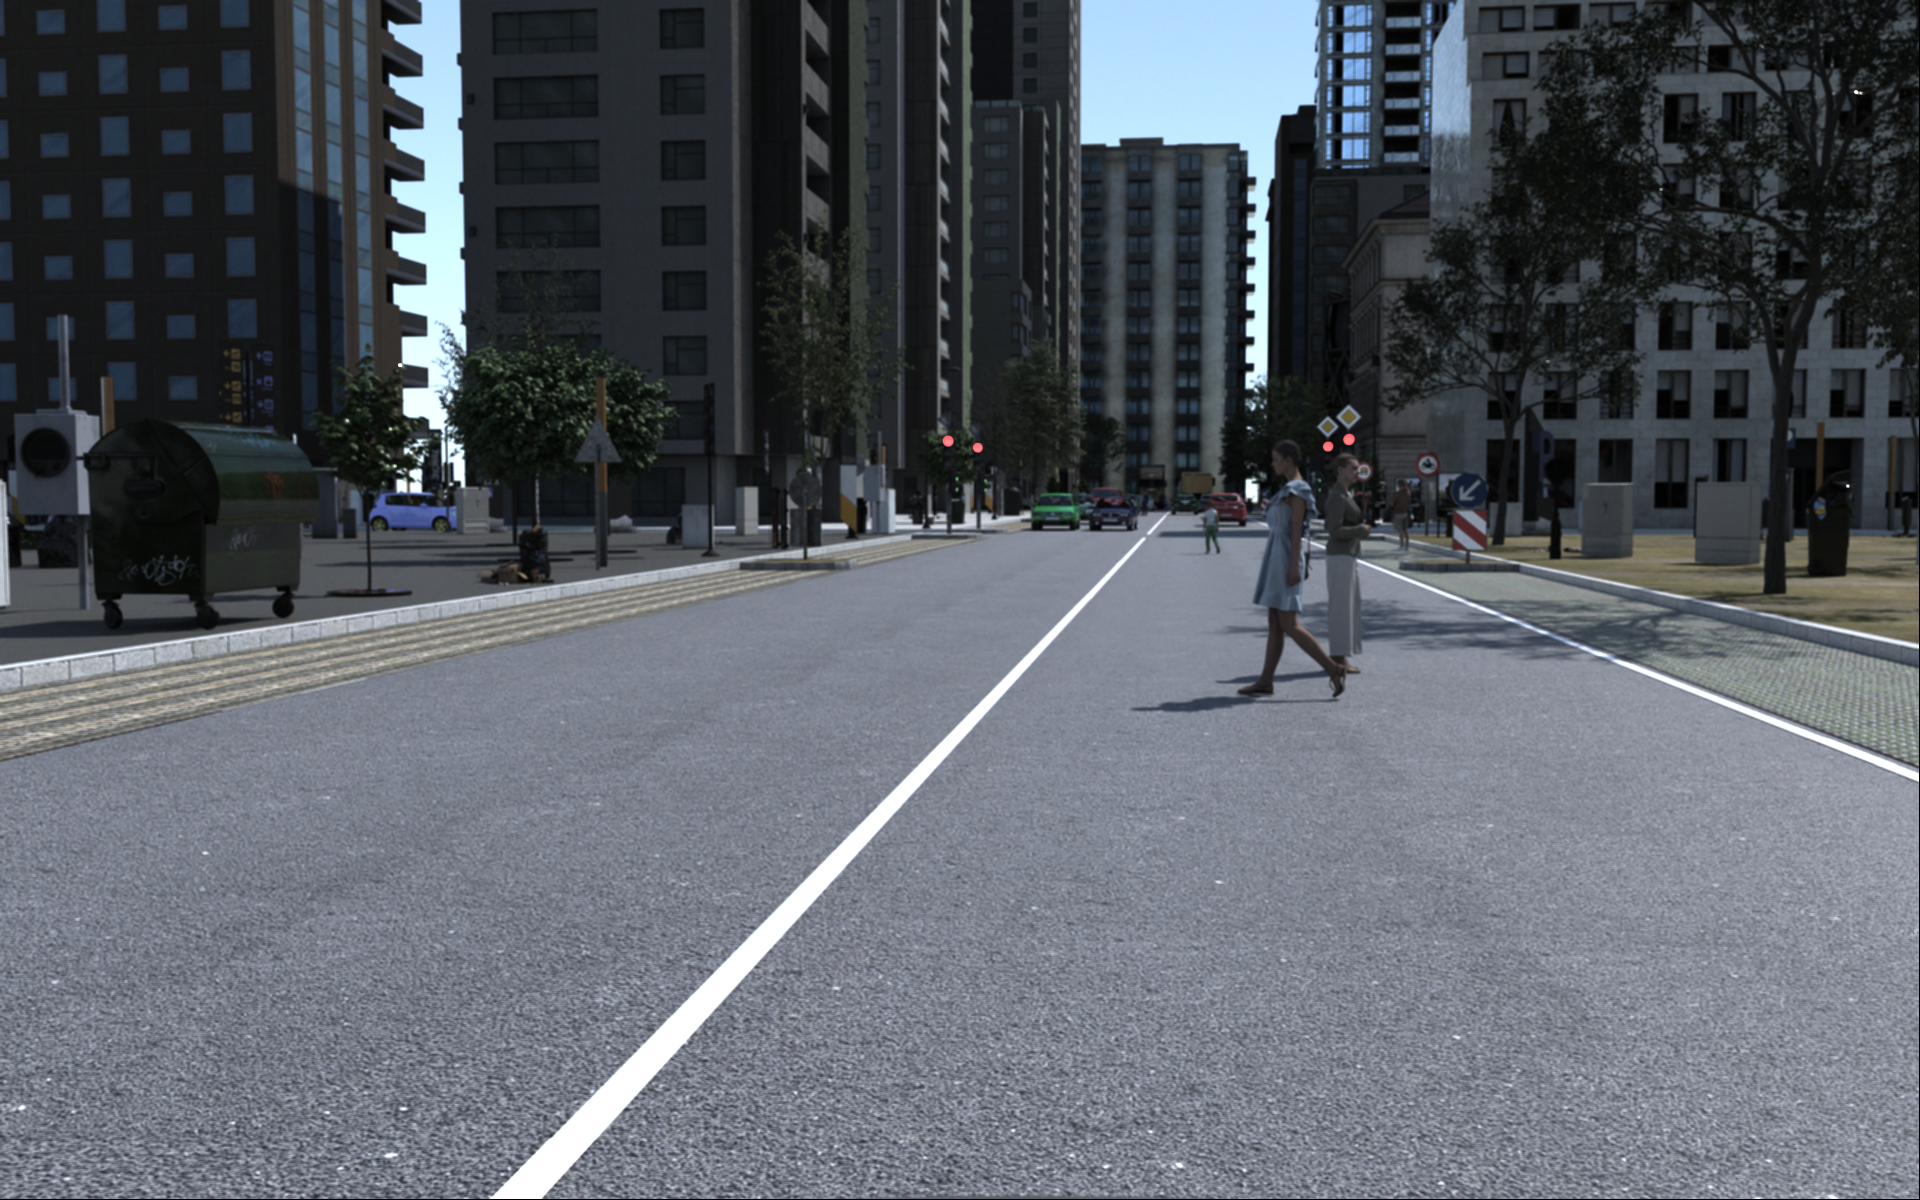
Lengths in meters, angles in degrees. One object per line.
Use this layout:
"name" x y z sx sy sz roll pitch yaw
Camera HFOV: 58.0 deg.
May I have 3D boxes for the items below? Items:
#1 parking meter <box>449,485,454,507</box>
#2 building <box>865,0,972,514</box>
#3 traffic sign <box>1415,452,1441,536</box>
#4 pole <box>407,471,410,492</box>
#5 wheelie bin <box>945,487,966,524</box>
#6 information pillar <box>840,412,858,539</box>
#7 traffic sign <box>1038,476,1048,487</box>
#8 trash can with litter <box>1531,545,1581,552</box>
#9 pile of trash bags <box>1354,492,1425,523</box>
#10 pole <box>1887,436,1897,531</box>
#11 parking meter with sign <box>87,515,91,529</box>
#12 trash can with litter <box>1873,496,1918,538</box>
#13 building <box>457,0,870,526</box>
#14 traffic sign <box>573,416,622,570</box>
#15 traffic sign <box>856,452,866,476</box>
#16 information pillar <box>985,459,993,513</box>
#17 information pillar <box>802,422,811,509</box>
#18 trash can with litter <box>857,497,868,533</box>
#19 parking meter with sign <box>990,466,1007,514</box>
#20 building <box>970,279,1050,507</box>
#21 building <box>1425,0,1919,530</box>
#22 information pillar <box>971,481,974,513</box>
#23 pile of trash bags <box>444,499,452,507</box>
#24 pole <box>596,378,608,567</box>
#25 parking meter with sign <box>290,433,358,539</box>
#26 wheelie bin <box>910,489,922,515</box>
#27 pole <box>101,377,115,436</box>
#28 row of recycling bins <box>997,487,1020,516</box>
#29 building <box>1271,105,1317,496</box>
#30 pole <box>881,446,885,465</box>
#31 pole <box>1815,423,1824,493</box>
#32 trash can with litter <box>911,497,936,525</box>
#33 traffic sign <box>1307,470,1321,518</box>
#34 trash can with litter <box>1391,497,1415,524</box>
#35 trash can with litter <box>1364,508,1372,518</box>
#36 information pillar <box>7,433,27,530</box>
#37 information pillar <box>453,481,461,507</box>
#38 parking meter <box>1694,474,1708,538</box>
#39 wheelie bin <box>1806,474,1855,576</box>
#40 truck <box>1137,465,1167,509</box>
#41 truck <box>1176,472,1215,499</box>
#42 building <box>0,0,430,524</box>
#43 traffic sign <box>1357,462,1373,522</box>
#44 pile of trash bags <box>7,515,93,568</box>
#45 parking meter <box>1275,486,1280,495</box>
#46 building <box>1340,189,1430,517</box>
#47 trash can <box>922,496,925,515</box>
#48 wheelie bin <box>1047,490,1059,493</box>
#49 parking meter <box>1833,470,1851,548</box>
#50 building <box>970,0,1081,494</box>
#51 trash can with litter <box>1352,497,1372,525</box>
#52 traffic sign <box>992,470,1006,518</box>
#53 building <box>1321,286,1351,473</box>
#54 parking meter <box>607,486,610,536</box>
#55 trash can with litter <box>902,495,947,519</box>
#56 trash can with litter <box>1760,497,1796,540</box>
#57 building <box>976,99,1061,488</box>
"parking meter" -33.000 -6.534 112.541 0.255 1.863 0.399 0 4 1
"building" -7.004 -26.251 112.802 14.154 41.232 14.086 0 4 7
"traffic sign" 14.251 -3.223 52.810 0.768 2.556 0.104 1 4 12
"pole" -40.526 -8.161 127.268 0.158 3.312 0.155 0 3 0
"wheelie bin" -0.175 -4.054 74.197 0.980 1.594 0.693 1 4 19
"information pillar" -3.183 -3.562 49.600 0.504 3.616 0.183 -2 4 -25
"traffic sign" 5.737 -7.329 119.932 0.768 2.556 0.104 1 4 13
"trash can with litter" 13.789 -1.674 38.426 2.233 1.210 1.678 1 4 9
"pile of trash bags" 19.229 -4.107 76.895 3.447 1.369 1.912 1 4 10
"pole" 32.543 -4.075 60.471 0.158 3.312 0.155 0 3 0
"parking meter with sign" -23.529 -3.191 48.440 1.738 3.016 0.543 -3 5 -43
"trash can with litter" 27.976 -2.474 51.503 1.678 1.210 2.233 3 4 36
"building" -12.060 -18.518 74.471 14.160 30.474 14.107 0 4 7
"traffic sign" -6.082 -1.775 29.028 0.884 2.594 0.081 1 4 16
"traffic sign" -3.197 -3.160 51.780 0.768 2.556 0.104 1 4 17
"information pillar" 1.932 -7.574 115.184 0.504 3.616 0.183 1 4 16
"information pillar" -4.931 -3.937 55.723 0.183 3.616 0.504 1 4 21
"trash can with litter" -3.420 -2.775 56.752 0.624 1.170 1.055 -1 4 -22
"parking meter with sign" 2.636 -6.939 109.712 0.543 3.016 1.738 2 4 35
"building" -6.831 -18.986 155.459 27.650 21.520 28.899 0 4 7
"building" 27.743 -13.038 67.916 16.860 20.320 10.420 0 4 7
"information pillar" 0.810 -7.553 114.845 0.183 3.616 0.504 1 4 10
"pile of trash bags" -27.677 -4.913 90.080 1.912 1.369 3.447 1 4 9
"pole" -6.306 -2.241 30.490 0.158 3.312 0.155 0 3 0
"parking meter with sign" -18.326 -3.283 49.944 1.738 3.016 0.543 -1 4 -10
"wheelie bin" -2.540 -5.714 101.325 0.693 1.594 0.980 -1 4 -8
"pole" -14.856 -2.227 30.262 0.158 3.312 0.155 0 3 0
"row of recycling bins" 2.957 -5.917 103.854 1.069 1.692 3.534 -1 4 -8
"building" 43.453 -33.617 199.748 14.600 45.320 14.200 0 4 7
"pole" -3.255 -4.853 73.195 0.158 3.312 0.155 0 3 0
"pole" 24.553 -3.403 49.489 0.158 3.312 0.155 0 3 0
"trash can with litter" -1.526 -3.734 72.444 1.055 1.170 0.624 0 4 4
"traffic sign" 18.945 -5.654 92.543 0.768 2.556 0.104 1 4 9
"trash can with litter" 18.715 -3.772 73.054 1.055 1.170 0.624 3 5 43
"trash can with litter" 21.445 -4.999 92.787 1.678 1.210 2.233 -3 5 -39
"information pillar" -32.880 -4.221 60.375 0.504 3.616 0.183 -2 4 -24
"information pillar" -27.335 -5.486 94.193 0.304 2.012 0.304 3 4 37
"parking meter" 21.697 -2.753 50.723 0.255 1.863 0.399 3 5 43
"wheelie bin" 13.713 -1.186 27.301 0.693 1.594 0.980 2 4 27
"truck" 18.608 -10.942 167.818 2.839 4.237 11.283 0 4 7
"truck" 20.624 -9.499 151.236 3.469 3.379 9.791 0 4 7
"building" -33.858 -26.146 77.605 14.200 45.320 14.600 0 4 7
"traffic sign" 16.054 -4.206 68.871 0.768 2.556 0.104 1 4 12
"pile of trash bags" -17.129 -1.273 30.562 3.447 1.369 1.912 -1 4 -10
"parking meter" 24.427 -7.805 133.321 0.399 1.863 0.255 -3 5 -40
"building" 28.869 -14.612 103.531 10.561 19.102 19.286 0 4 7
"trash can" -2.369 -5.658 104.166 0.748 1.137 0.748 0 3 0
"wheelie bin" 7.300 -7.610 132.337 0.980 1.594 0.693 0 4 3
"parking meter" 21.137 -2.194 41.590 0.399 1.863 0.255 1 4 15
"building" 3.175 -46.624 200.559 20.611 71.187 20.563 0 4 7
"trash can with litter" 16.530 -3.648 71.030 1.055 1.170 0.624 2 4 31
"traffic sign" 2.080 -5.670 92.805 0.768 2.556 0.104 1 4 9
"building" 34.948 -15.847 126.549 16.820 18.784 16.811 0 4 7
"parking meter" -10.922 -2.732 53.077 0.372 1.533 0.369 0 3 0
"trash can with litter" -1.808 -4.838 90.151 2.233 1.210 1.678 1 4 11
"trash can with litter" 22.460 -2.311 48.849 2.233 1.210 1.678 1 4 18
"building" 2.603 -30.072 175.263 14.154 41.232 14.086 0 4 7
